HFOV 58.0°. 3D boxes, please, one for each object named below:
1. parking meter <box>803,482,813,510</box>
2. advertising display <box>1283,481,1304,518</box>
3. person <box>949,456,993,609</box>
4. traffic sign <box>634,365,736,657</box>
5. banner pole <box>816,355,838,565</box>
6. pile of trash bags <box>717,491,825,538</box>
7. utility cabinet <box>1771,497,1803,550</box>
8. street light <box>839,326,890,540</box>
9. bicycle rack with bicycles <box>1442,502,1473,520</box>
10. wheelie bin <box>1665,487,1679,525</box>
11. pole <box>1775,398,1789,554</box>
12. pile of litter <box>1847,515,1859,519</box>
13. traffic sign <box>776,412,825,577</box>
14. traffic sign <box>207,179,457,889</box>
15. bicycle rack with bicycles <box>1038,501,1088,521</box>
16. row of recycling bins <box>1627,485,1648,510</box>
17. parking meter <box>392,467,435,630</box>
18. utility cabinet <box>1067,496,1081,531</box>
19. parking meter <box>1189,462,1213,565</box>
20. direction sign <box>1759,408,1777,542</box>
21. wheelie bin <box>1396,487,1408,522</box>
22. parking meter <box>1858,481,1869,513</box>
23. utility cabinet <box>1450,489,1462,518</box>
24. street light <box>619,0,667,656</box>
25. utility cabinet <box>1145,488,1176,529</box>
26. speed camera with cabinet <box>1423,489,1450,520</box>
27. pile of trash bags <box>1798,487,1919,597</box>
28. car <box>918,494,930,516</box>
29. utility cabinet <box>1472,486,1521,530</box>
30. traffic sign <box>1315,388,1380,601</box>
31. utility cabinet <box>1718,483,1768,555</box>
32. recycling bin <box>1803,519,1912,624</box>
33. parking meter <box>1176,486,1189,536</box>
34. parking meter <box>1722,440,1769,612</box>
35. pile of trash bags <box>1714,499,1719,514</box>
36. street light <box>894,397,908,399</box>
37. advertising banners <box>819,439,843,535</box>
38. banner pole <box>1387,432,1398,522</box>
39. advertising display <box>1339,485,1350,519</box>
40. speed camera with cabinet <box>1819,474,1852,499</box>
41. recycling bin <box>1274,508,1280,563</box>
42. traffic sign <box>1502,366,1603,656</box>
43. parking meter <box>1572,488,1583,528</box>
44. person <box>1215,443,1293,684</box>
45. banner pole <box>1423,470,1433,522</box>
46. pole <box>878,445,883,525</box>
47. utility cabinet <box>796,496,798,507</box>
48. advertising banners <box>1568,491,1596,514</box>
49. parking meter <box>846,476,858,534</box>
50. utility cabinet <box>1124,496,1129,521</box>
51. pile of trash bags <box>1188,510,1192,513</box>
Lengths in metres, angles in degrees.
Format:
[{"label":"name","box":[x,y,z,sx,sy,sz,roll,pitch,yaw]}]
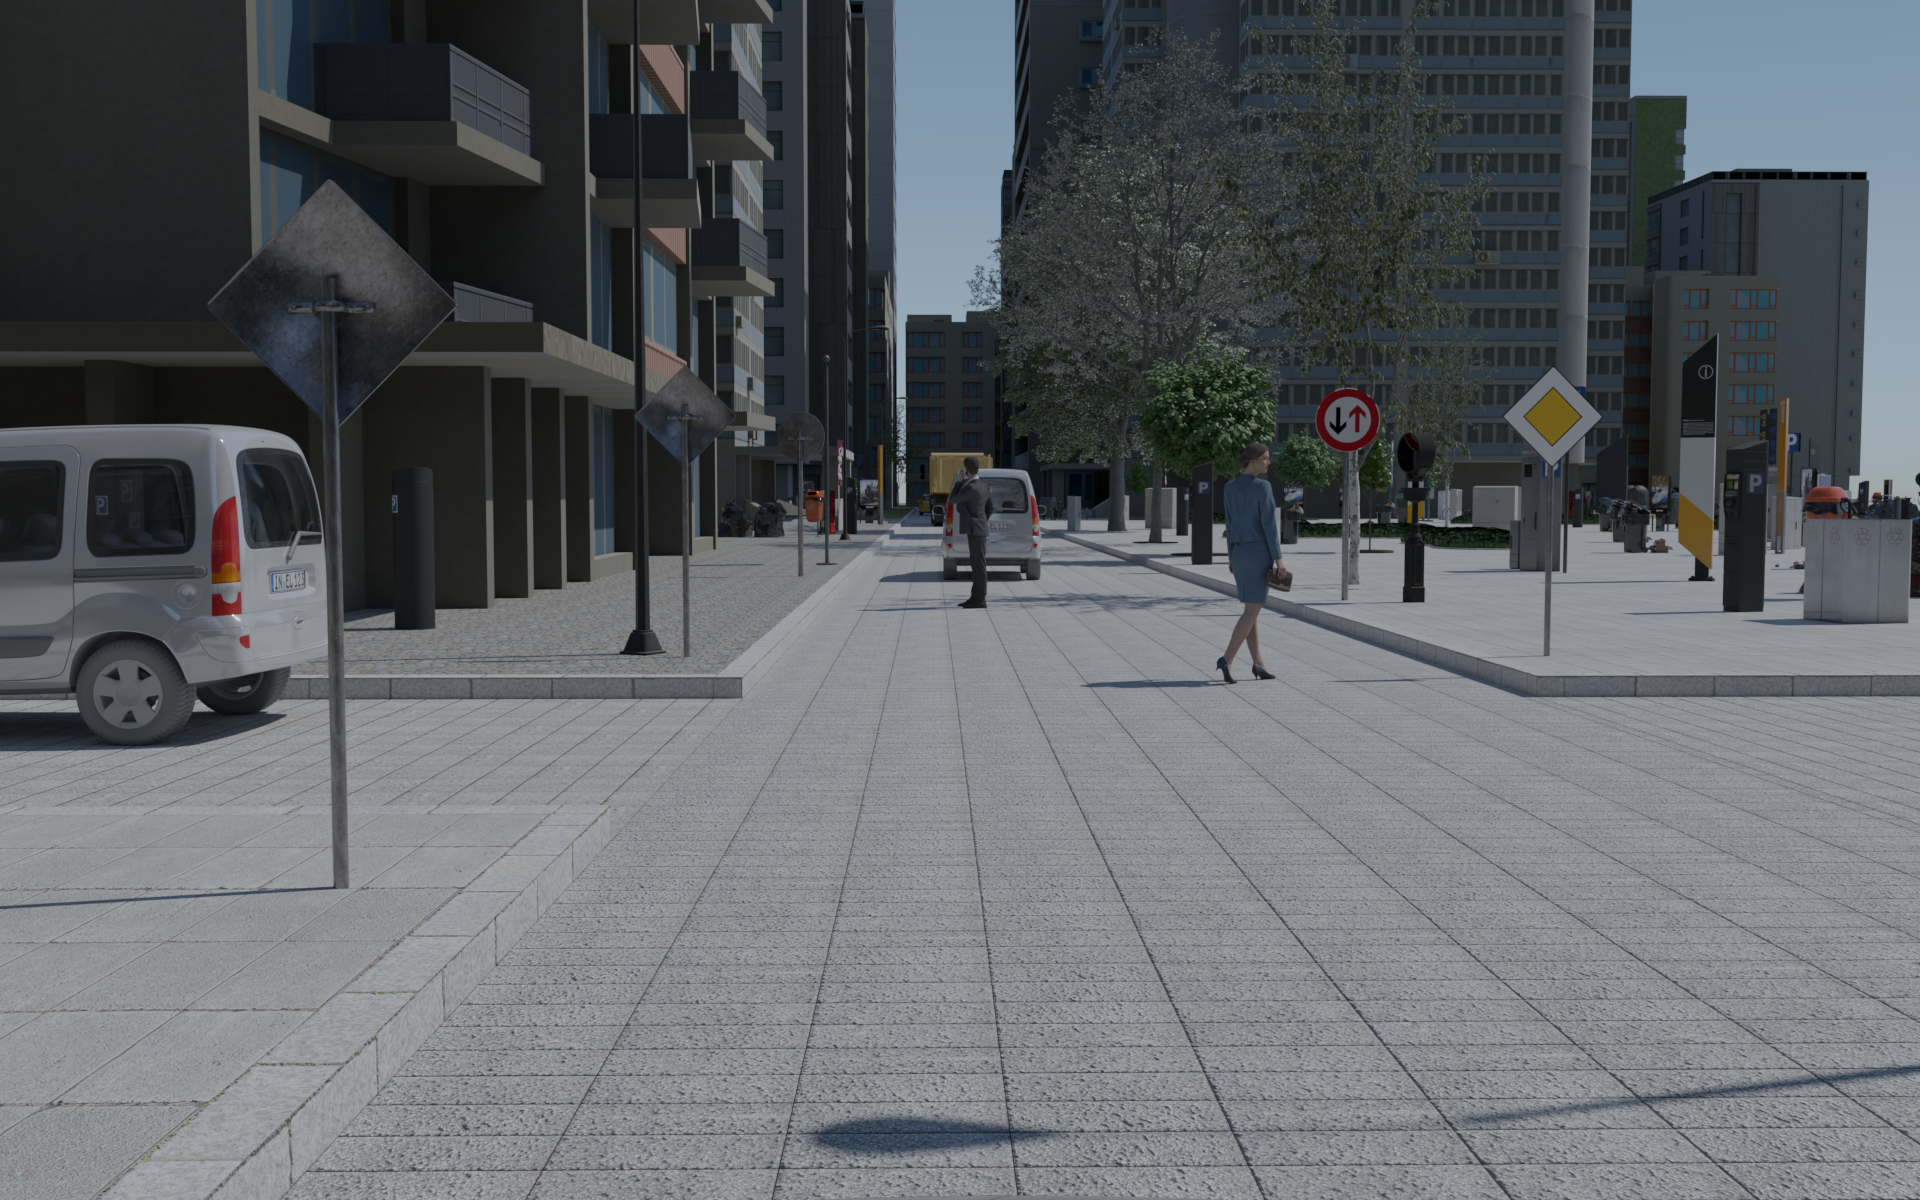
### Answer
[{"label":"parking meter","box":[-7.136,-4.628,81.384,0.399,1.863,0.255,-2,4,-27]},{"label":"advertising display","box":[15.936,-4.746,82.817,0.974,1.923,0.123,0,4,0]},{"label":"person","box":[0.132,-0.850,21.758,0.474,1.900,0.648,1,4,14]},{"label":"traffic sign","box":[-2.147,-0.607,13.567,0.795,2.450,0.064,0,4,-1]},{"label":"banner pole","box":[-2.426,-2.540,31.542,0.401,3.779,0.863,0,4,-4]},{"label":"pile of trash bags","box":[-5.616,-2.563,51.651,3.447,1.369,1.912,1,4,20]},{"label":"utility cabinet","box":[19.136,-1.769,40.084,1.020,1.237,0.306,-3,5,-42]},{"label":"street light","box":[-2.654,-4.612,47.949,1.470,5.913,1.316,0,4,-1]},{"label":"bicycle rack with bicycles","box":[24.888,-4.237,82.652,2.852,0.926,2.925,-2,4,-32]},{"label":"wheelie bin","box":[30.065,-3.985,73.066,0.693,1.594,0.980,-2,4,-27]},{"label":"pole","box":[17.576,-2.641,37.031,0.158,3.312,0.155,0,3,0]},{"label":"pile of litter","box":[17.733,-1.233,34.123,1.719,0.858,1.176,1,4,18]},{"label":"traffic sign","box":[-2.481,-1.638,26.892,0.768,2.556,0.104,0,4,7]},{"label":"traffic sign","box":[-2.015,-0.119,5.583,0.795,2.450,0.064,0,4,-1]},{"label":"bicycle rack with bicycles","box":[5.026,-4.320,84.018,2.852,0.926,2.925,0,4,-6]},{"label":"row of recycling bins","box":[32.382,-4.695,83.870,1.069,1.692,3.534,0,4,4]},{"label":"parking meter","box":[-5.194,-0.493,16.465,0.372,1.533,0.369,0,3,0]},{"label":"utility cabinet","box":[3.964,-2.990,60.043,0.306,1.237,1.020,1,4,15]},{"label":"parking meter","box":[4.378,-1.573,31.435,0.399,1.863,0.255,0,4,-2]},{"label":"direction sign","box":[21.525,-3.315,46.200,0.379,3.537,0.876,0,4,-1]},{"label":"wheelie bin","box":[19.794,-4.234,77.141,0.693,1.594,0.980,2,4,29]},{"label":"parking meter","box":[39.482,-4.281,75.701,0.255,1.863,0.399,-1,4,-18]},{"label":"utility cabinet","box":[22.404,-4.251,78.189,0.318,1.500,1.173,2,4,27]},{"label":"street light","box":[-2.006,-2.520,13.743,1.470,5.913,1.316,0,4,-1]},{"label":"utility cabinet","box":[7.296,-3.322,62.989,1.173,1.500,0.318,3,5,39]},{"label":"speed camera with cabinet","box":[23.787,-5.604,85.959,2.038,3.252,0.660,0,4,-4]},{"label":"pile of trash bags","box":[11.631,-0.750,22.021,3.447,1.369,1.912,-3,5,-41]},{"label":"car","box":[-1.861,-6.489,116.313,2.015,1.641,3.980,0,4,0]},{"label":"utility cabinet","box":[14.916,-2.423,48.294,1.173,1.500,0.318,2,4,35]},{"label":"traffic sign","box":[4.642,-1.267,20.824,0.768,2.556,0.104,0,4,4]},{"label":"utility cabinet","box":[16.422,-1.689,36.288,1.173,1.500,0.318,-2,4,-30]},{"label":"recycling bin","box":[9.047,-0.301,17.476,0.722,1.027,0.722,0,4,-5]},{"label":"parking meter","box":[6.827,-2.738,53.175,0.372,1.533,0.369,0,3,0]},{"label":"parking meter","box":[8.544,-0.804,18.860,0.399,1.863,0.255,-1,4,-17]},{"label":"pile of trash bags","box":[35.621,-4.417,81.968,3.447,1.369,1.912,-3,5,-43]},{"label":"street light","box":[-3.199,-6.744,82.799,1.470,5.913,1.316,0,4,-1]},{"label":"advertising banners","box":[-4.072,-3.588,54.844,0.090,3.025,2.074,1,4,18]},{"label":"banner pole","box":[17.416,-4.887,69.916,0.401,3.779,0.863,1,4,23]},{"label":"advertising display","box":[19.887,-5.111,88.778,0.974,1.923,0.123,3,5,41]},{"label":"speed camera with cabinet","box":[39.877,-5.194,79.259,0.660,3.252,2.038,-1,4,-12]},{"label":"recycling bin","box":[5.473,-1.201,32.186,0.722,1.027,0.722,3,4,38]},{"label":"traffic sign","box":[4.646,-0.613,13.660,0.795,2.450,0.064,0,4,-1]},{"label":"parking meter","box":[23.652,-3.540,66.297,0.372,1.533,0.369,0,3,0]},{"label":"person","box":[2.183,-0.286,13.208,0.654,1.822,0.581,-1,4,-22]},{"label":"banner pole","box":[21.513,-5.523,80.325,0.863,3.779,0.401,1,4,10]},{"label":"pole","box":[-3.331,-4.808,72.456,0.158,3.312,0.155,0,3,0]},{"label":"utility cabinet","box":[-7.777,-4.682,87.709,1.020,1.237,0.306,1,4,20]},{"label":"advertising banners","box":[27.271,-4.955,77.203,2.074,3.025,0.090,1,4,9]},{"label":"parking meter","box":[-3.481,-3.042,55.443,0.399,1.863,0.255,1,4,12]},{"label":"utility cabinet","box":[7.789,-4.407,83.212,0.306,1.237,1.020,2,4,30]},{"label":"pile of trash bags","box":[11.695,-4.756,87.511,1.912,1.369,3.447,1,4,20]}]
